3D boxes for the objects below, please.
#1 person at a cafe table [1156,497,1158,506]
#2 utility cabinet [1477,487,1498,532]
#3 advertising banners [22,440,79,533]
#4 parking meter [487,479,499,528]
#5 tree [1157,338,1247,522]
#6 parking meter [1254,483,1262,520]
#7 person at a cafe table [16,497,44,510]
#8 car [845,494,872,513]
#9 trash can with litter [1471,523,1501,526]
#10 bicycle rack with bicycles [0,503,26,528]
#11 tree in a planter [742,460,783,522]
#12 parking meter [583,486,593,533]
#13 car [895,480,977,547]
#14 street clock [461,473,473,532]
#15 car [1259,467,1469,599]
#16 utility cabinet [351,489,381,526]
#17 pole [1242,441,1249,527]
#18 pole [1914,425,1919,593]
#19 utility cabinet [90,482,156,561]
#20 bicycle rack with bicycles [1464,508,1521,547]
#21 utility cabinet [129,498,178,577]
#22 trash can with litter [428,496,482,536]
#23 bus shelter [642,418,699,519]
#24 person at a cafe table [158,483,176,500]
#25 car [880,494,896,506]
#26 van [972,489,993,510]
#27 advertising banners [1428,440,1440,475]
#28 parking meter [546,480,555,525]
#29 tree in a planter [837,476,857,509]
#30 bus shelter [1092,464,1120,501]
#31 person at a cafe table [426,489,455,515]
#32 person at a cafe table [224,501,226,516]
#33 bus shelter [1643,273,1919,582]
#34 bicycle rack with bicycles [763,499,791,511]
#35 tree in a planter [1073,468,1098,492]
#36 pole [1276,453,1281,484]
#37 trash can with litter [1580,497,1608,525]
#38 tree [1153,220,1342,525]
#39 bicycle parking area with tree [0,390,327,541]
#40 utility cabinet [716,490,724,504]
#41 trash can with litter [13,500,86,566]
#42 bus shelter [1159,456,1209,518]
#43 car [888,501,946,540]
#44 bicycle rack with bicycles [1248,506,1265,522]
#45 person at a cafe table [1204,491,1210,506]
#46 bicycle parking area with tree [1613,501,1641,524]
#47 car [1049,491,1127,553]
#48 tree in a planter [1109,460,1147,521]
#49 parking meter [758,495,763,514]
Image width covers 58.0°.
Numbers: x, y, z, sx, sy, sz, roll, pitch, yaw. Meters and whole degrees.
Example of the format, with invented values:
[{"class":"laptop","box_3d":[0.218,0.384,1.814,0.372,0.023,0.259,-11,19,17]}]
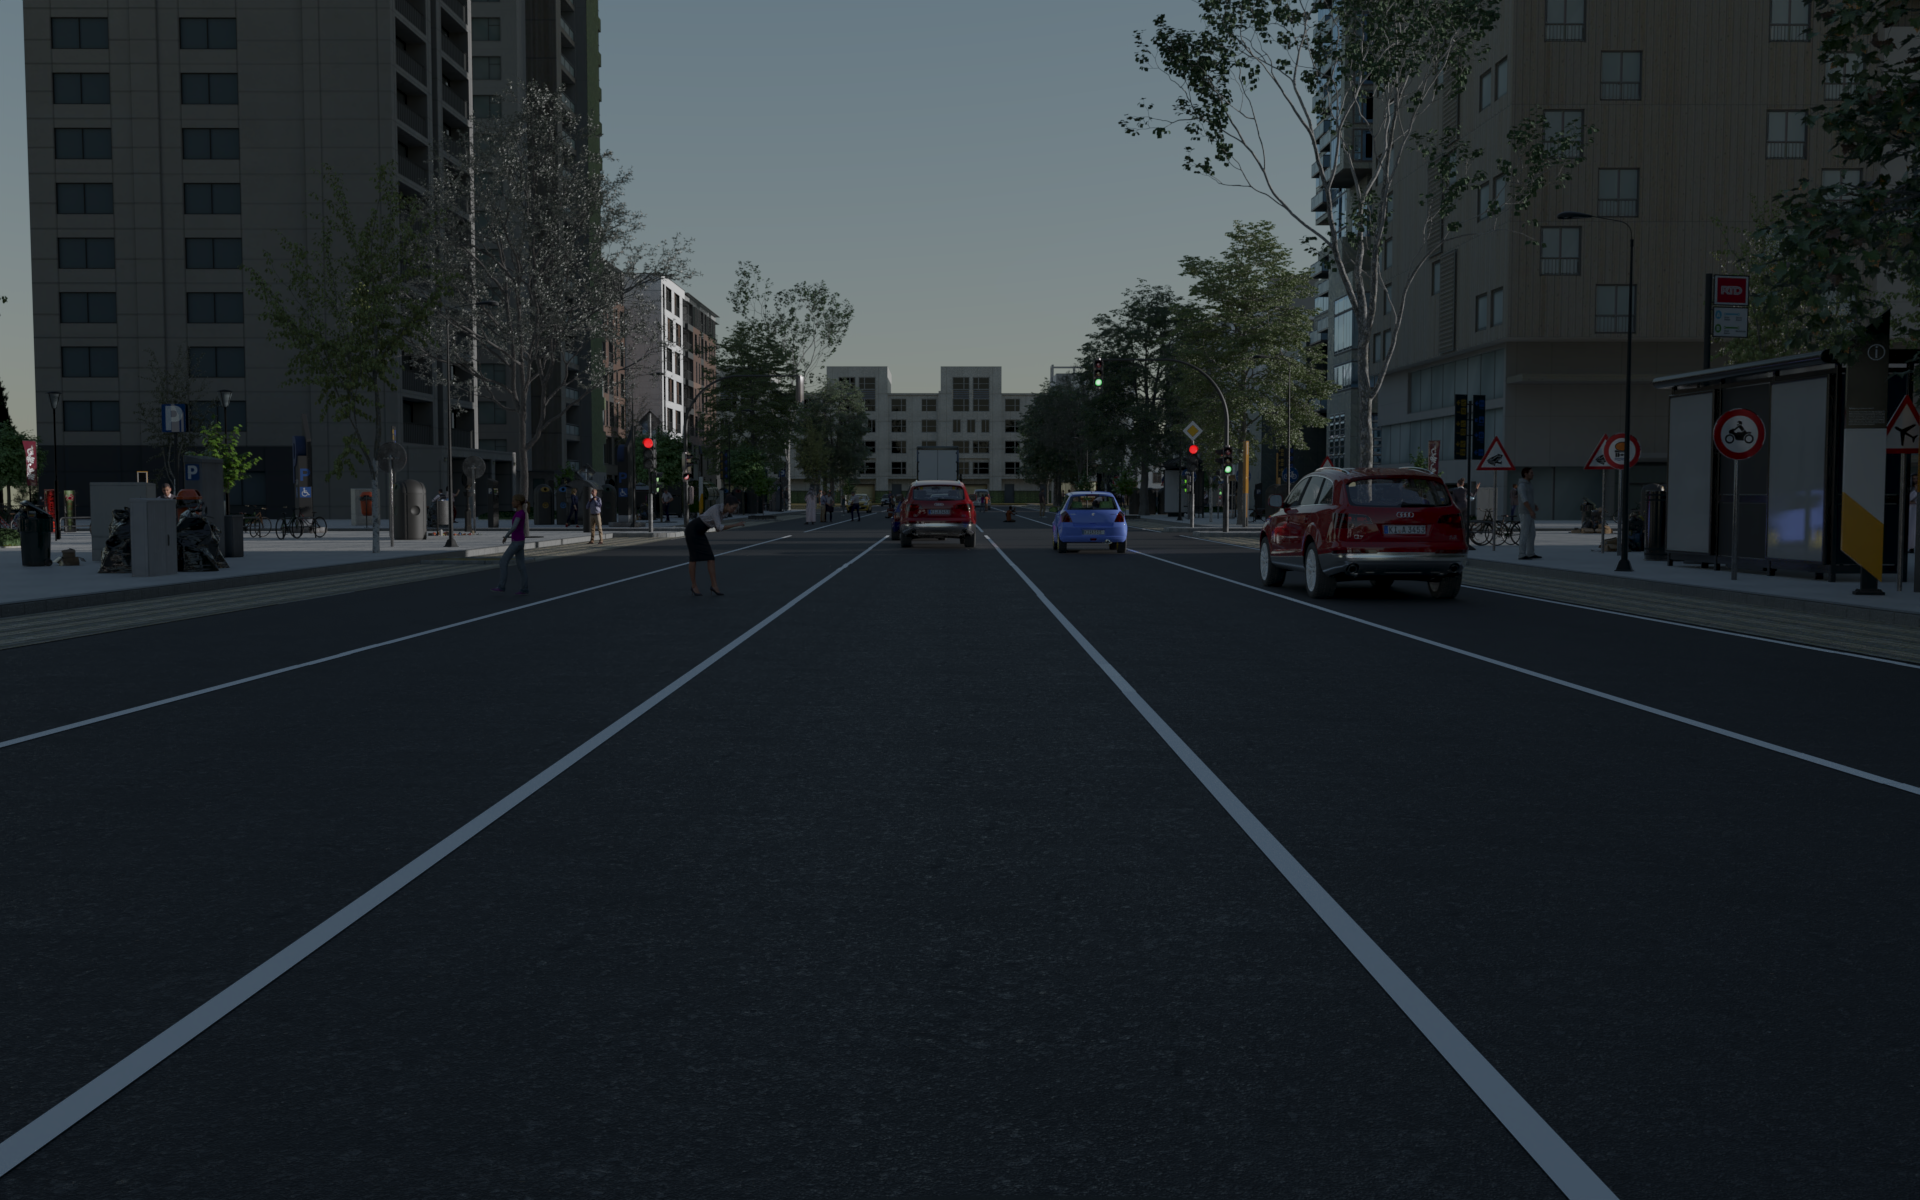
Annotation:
[{"class":"person at a cafe table","box_3d":[14.069,-6.821,122.383,1.698,1.238,1.726,1,4,9]},{"class":"utility cabinet","box_3d":[17.486,-2.982,57.432,0.318,1.500,1.173,0,4,-1]},{"class":"advertising banners","box_3d":[-30.141,-3.744,57.404,0.090,3.025,2.074,1,4,21]},{"class":"parking meter","box_3d":[-17.727,-3.673,65.771,0.399,1.863,0.255,2,4,35]},{"class":"tree","box_3d":[11.251,-7.860,78.867,4.360,8.622,3.978,0,3,0]},{"class":"parking meter","box_3d":[14.873,-4.937,86.431,0.399,1.863,0.255,0,4,5]},{"class":"person at a cafe table","box_3d":[-45.503,-4.715,85.602,1.698,1.524,1.622,3,5,44]},{"class":"car","box_3d":[-7.674,-7.450,132.028,2.015,1.641,3.980,0,4,1]},{"class":"trash can with litter","box_3d":[20.959,-3.575,69.508,2.233,1.210,1.678,-2,4,-35]},{"class":"bicycle rack with bicycles","box_3d":[-36.579,-3.248,66.492,2.925,0.926,2.852,3,5,44]},{"class":"tree in a planter","box_3d":[-10.333,-5.722,90.781,1.991,3.239,1.994,0,4,0]},{"class":"parking meter","box_3d":[-12.360,-3.011,57.648,0.372,1.533,0.369,0,3,0]},{"class":"car","box_3d":[-0.649,-2.409,48.060,2.281,1.827,5.304,0,4,-2]},{"class":"street clock","box_3d":[-16.693,-3.313,58.734,0.358,2.002,0.471,-3,5,-40]},{"class":"car","box_3d":[5.772,-1.017,25.297,2.281,1.827,5.304,0,4,-2]},{"class":"utility cabinet","box_3d":[-24.008,-3.749,69.983,0.318,1.500,1.173,2,4,34]},{"class":"pole","box_3d":[11.001,-4.457,66.710,0.158,3.312,0.155,0,3,0]},{"class":"pole","box_3d":[12.561,-1.753,22.512,0.158,3.312,0.155,0,3,0]},{"class":"utility cabinet","box_3d":[-15.753,-1.466,32.647,1.173,1.500,0.318,1,4,10]},{"class":"bicycle rack with bicycles","box_3d":[13.115,-1.833,43.353,2.852,0.926,2.925,-3,5,-41]},{"class":"utility cabinet","box_3d":[-12.679,-0.985,27.259,0.306,1.237,1.020,0,4,-1]},{"class":"trash can with litter","box_3d":[-15.600,-2.606,53.659,1.678,1.210,2.233,2,4,35]},{"class":"bus shelter","box_3d":[-15.718,-7.130,94.211,2.179,5.291,8.768,0,4,0]},{"class":"person at a cafe table","box_3d":[-17.914,-1.864,38.985,1.698,1.524,1.622,-1,4,-16]},{"class":"car","box_3d":[-8.319,-11.706,201.181,2.009,1.686,4.222,0,4,-2]},{"class":"van","box_3d":[1.952,-9.115,156.036,2.013,2.044,4.112,0,4,1]},{"class":"advertising banners","box_3d":[15.022,-3.721,57.021,0.090,3.025,2.074,-2,4,-30]},{"class":"parking meter","box_3d":[-17.272,-4.115,72.990,0.255,1.863,0.399,-2,4,-33]},{"class":"tree in a planter","box_3d":[-10.876,-10.466,168.340,1.991,3.239,1.994,0,4,0]},{"class":"bus shelter","box_3d":[11.592,-8.938,137.424,1.731,3.624,6.357,0,4,0]},{"class":"person at a cafe table","box_3d":[-24.023,-4.345,79.558,1.622,1.524,1.698,3,5,40]},{"class":"person at a cafe table","box_3d":[-23.806,-2.805,54.384,1.698,1.524,1.622,3,4,36]},{"class":"bus shelter","box_3d":[13.421,-3.160,29.290,2.179,5.291,8.768,0,4,0]},{"class":"bicycle rack with bicycles","box_3d":[-13.860,-7.097,129.410,2.852,0.926,2.925,0,4,7]},{"class":"tree in a planter","box_3d":[8.527,-7.393,118.091,1.991,3.239,1.994,0,4,0]},{"class":"pole","box_3d":[15.805,-5.636,85.996,0.158,3.312,0.155,0,3,0]},{"class":"trash can with litter","box_3d":[24.946,-3.468,68.091,1.055,1.170,0.624,2,4,32]},{"class":"tree","box_3d":[11.861,-9.390,71.654,7.486,12.596,7.792,0,3,0]},{"class":"bicycle parking area with tree","box_3d":[-22.840,-3.731,47.999,8.231,4.147,9.016,1,4,22]},{"class":"utility cabinet","box_3d":[-13.962,-5.610,100.406,0.318,1.500,1.173,-2,4,-26]},{"class":"trash can with litter","box_3d":[-16.252,-1.195,30.920,1.055,1.170,0.624,-3,5,-41]},{"class":"bus shelter","box_3d":[12.273,-6.187,95.073,2.014,3.302,5.546,0,4,-1]},{"class":"car","box_3d":[-1.316,-2.594,54.986,1.945,1.354,3.894,0,4,-2]},{"class":"bicycle rack with bicycles","box_3d":[14.456,-4.003,78.826,2.925,0.926,2.852,1,4,13]},{"class":"person at a cafe table","box_3d":[17.409,-7.151,125.431,1.622,1.524,1.698,-1,4,-15]},{"class":"bicycle parking area with tree","box_3d":[32.255,-5.345,74.388,9.016,4.147,8.231,3,5,41]},{"class":"car","box_3d":[3.213,-2.068,43.400,1.945,1.707,3.694,0,3,0]},{"class":"tree in a planter","box_3d":[8.718,-5.740,91.069,1.991,3.239,1.994,0,4,0]},{"class":"parking meter","box_3d":[-13.126,-6.459,114.007,0.372,1.533,0.369,0,3,0]}]
